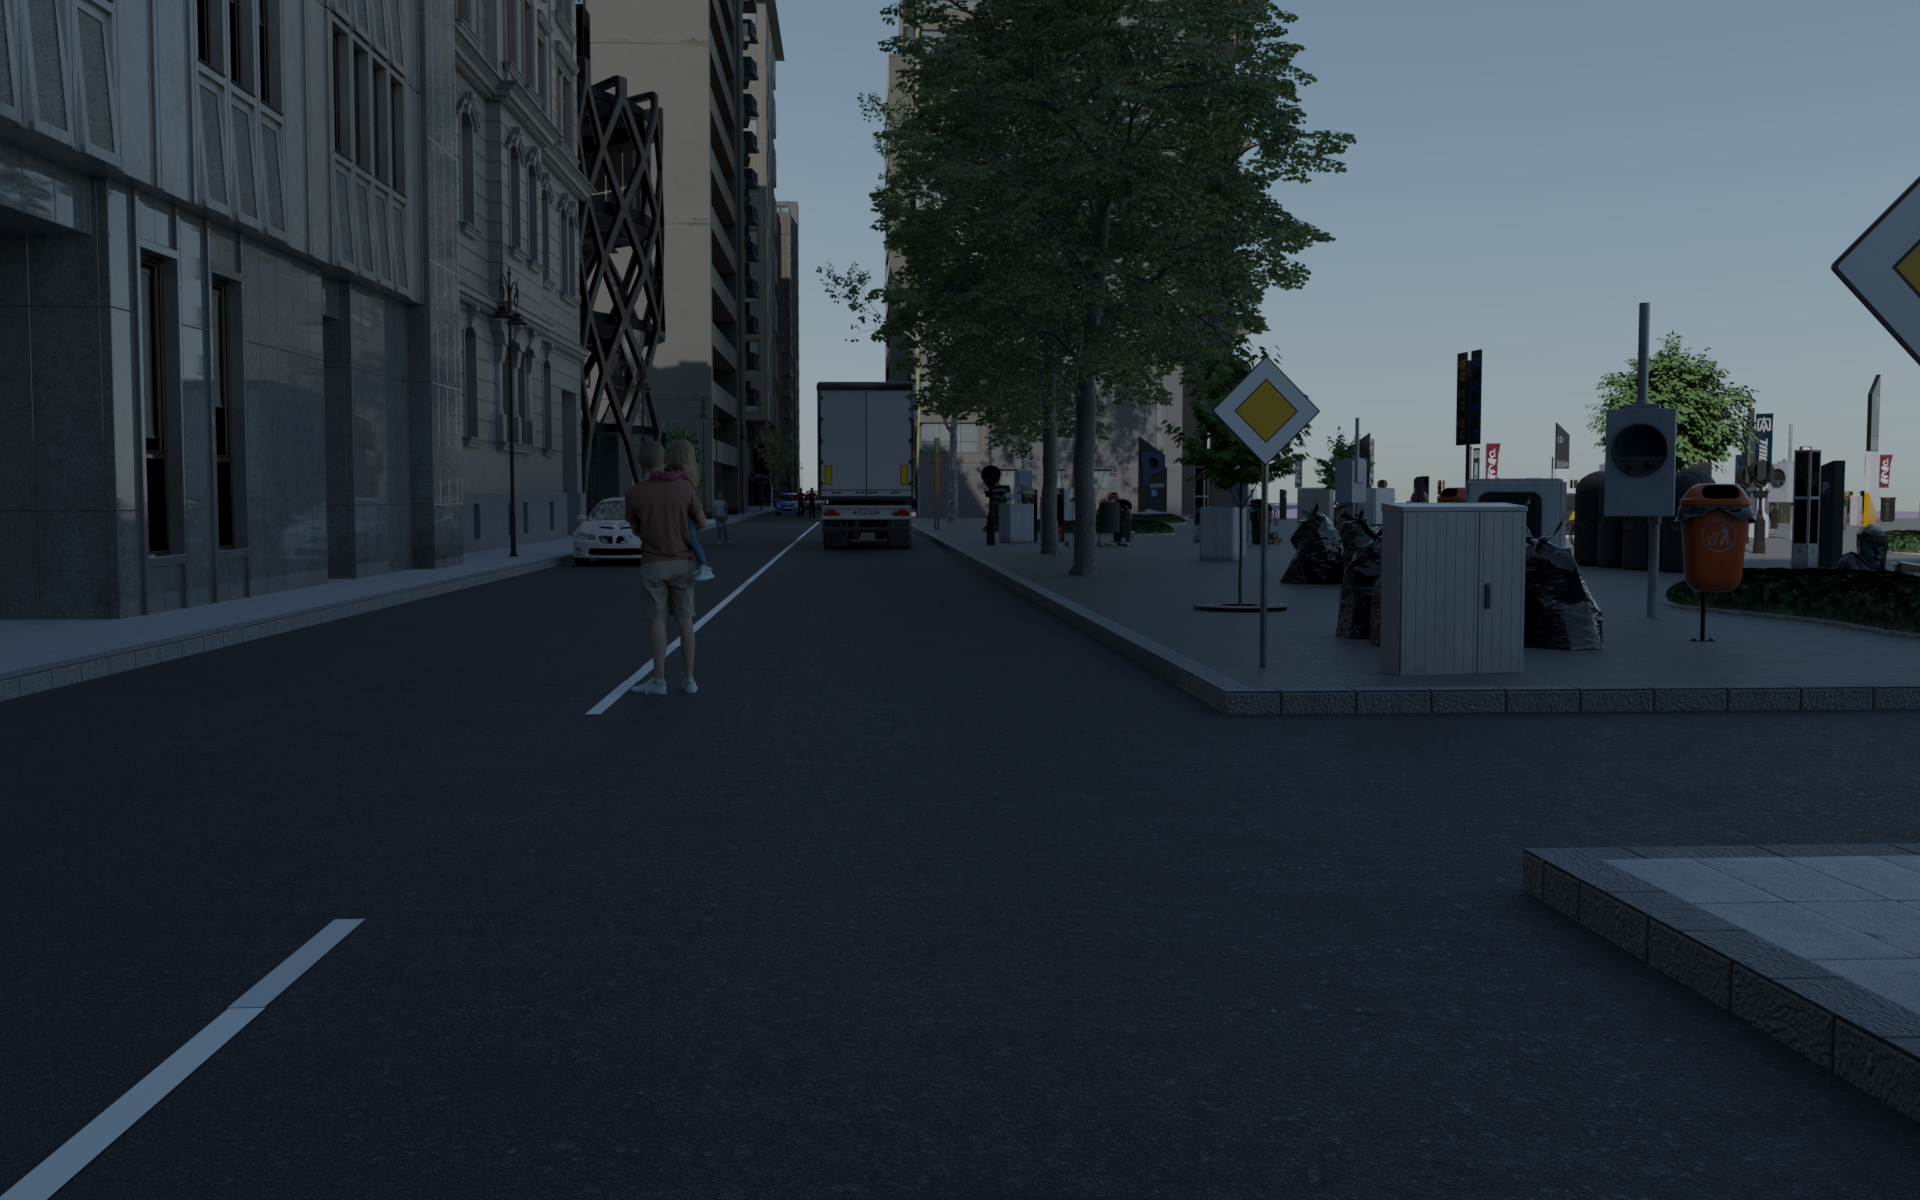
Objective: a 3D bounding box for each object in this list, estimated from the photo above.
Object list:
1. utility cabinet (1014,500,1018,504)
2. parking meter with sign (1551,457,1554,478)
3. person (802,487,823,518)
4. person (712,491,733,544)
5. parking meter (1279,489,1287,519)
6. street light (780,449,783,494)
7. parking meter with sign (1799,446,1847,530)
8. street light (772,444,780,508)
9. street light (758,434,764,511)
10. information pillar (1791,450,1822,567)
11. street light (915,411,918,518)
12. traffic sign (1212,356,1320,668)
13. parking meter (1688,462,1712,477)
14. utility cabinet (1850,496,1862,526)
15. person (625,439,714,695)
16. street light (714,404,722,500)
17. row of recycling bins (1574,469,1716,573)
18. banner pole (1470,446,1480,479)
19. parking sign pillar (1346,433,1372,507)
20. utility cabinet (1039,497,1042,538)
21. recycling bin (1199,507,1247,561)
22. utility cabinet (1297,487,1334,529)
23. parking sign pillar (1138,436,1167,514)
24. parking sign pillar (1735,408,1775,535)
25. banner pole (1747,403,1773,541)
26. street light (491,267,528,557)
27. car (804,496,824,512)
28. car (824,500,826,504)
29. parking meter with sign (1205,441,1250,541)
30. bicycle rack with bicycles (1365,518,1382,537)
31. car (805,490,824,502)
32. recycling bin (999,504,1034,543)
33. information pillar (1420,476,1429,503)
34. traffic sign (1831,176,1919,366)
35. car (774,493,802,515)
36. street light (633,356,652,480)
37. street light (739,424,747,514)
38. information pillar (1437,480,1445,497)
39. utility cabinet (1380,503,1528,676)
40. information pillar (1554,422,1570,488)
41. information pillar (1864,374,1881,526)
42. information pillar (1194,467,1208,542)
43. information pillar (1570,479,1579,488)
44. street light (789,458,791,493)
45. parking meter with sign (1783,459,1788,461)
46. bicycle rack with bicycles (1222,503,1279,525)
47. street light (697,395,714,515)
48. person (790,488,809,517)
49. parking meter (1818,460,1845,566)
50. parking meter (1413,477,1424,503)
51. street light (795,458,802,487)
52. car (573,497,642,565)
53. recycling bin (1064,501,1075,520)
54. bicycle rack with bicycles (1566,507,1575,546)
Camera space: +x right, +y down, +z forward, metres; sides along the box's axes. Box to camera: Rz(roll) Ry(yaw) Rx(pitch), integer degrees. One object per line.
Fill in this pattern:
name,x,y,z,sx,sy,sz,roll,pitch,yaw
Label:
utility cabinet,2.970,-4.547,83.018,0.318,1.500,1.173,2,4,28
parking meter with sign,27.005,-5.218,81.574,1.738,3.016,0.543,1,4,17
person,-8.869,-5.842,103.947,1.348,1.831,0.705,-1,4,-19
person,-6.824,-2.360,49.687,0.523,1.515,0.503,3,4,38
parking meter,16.530,-4.905,88.608,0.372,1.533,0.369,0,3,0
street light,-17.720,-12.165,171.693,0.468,5.910,1.993,0,4,-4
parking meter with sign,31.140,-4.047,62.426,0.543,3.016,1.738,-2,4,-24
street light,-16.824,-11.266,156.978,0.468,5.910,1.993,0,4,-4
street light,-15.465,-9.884,134.389,0.468,5.910,1.993,0,4,-4
information pillar,14.096,-1.490,28.853,0.304,2.012,0.304,-2,4,-31
street light,-2.354,-7.435,94.355,0.468,5.910,1.993,0,4,-4
traffic sign,2.230,-0.554,12.707,0.795,2.450,0.064,0,4,-4
parking meter,13.446,-1.580,31.543,0.399,1.863,0.255,-2,4,-25
utility cabinet,36.734,-3.659,70.992,0.306,1.237,1.020,3,4,36
person,-2.080,-0.248,12.523,0.573,1.828,0.580,2,4,26
street light,-12.460,-7.089,88.688,0.468,5.910,1.993,0,4,-4
row of recycling bins,11.660,-1.377,29.632,1.069,1.692,3.534,-1,4,-10
banner pole,24.505,-5.663,82.613,0.401,3.779,0.863,-2,4,-24
parking sign pillar,17.536,-5.392,76.632,1.447,3.967,1.447,2,4,33
utility cabinet,2.650,-2.405,50.486,0.306,1.237,1.020,2,4,27
recycling bin,5.107,-1.288,33.620,0.722,1.027,0.722,2,4,30
utility cabinet,11.385,-2.865,55.522,1.173,1.500,0.318,3,5,42
parking sign pillar,8.989,-5.648,80.813,1.447,3.967,1.447,-1,4,-14
parking sign pillar,25.041,-4.056,54.782,1.447,3.967,1.447,1,4,15
banner pole,21.811,-3.510,47.401,0.401,3.779,0.863,-3,5,-43
street light,-9.162,-3.827,35.356,0.468,5.910,1.993,0,4,-4
car,-11.701,-7.672,137.437,2.014,1.417,4.499,0,4,-6
car,-15.031,-10.466,183.127,2.014,1.417,4.499,0,4,-4
parking meter with sign,7.554,-3.118,47.238,1.738,3.016,0.543,1,4,15
bicycle rack with bicycles,10.371,-1.536,38.499,2.852,0.926,2.925,-3,5,-42
car,-14.636,-10.067,173.272,2.281,1.827,5.304,0,4,-5
recycling bin,1.487,-2.031,45.758,0.722,1.027,0.722,-1,4,-22
information pillar,18.796,-4.011,70.068,0.304,2.012,0.304,0,4,2
traffic sign,2.729,-0.067,4.737,0.795,2.450,0.064,0,4,-4
car,-11.661,-6.629,117.970,1.945,1.707,3.694,0,4,-2
street light,-10.629,-5.220,58.131,0.468,5.910,1.993,0,4,-4
street light,-14.002,-8.481,111.457,0.468,5.910,1.993,0,4,-4
information pillar,24.905,-5.212,89.701,0.304,2.012,0.304,-3,5,-44
utility cabinet,3.551,-0.079,12.458,1.020,1.237,0.306,-1,4,-16
information pillar,19.712,-4.002,56.780,0.504,3.616,0.183,-1,4,-11
information pillar,17.777,-2.594,33.760,0.183,3.616,0.504,3,5,44
information pillar,6.402,-2.540,46.014,0.304,2.012,0.304,2,4,28
information pillar,30.588,-5.005,86.322,0.304,2.012,0.304,-1,4,-15
street light,-19.210,-13.592,195.017,0.468,5.910,1.993,0,4,-4
parking meter with sign,41.516,-5.457,85.478,0.543,3.016,1.738,-2,4,-26
bicycle rack with bicycles,11.808,-3.558,71.562,2.852,0.926,2.925,0,4,1
street light,-11.947,-6.602,80.723,0.468,5.910,1.993,0,4,-4
person,-10.096,-6.201,109.820,1.348,1.831,0.705,0,4,3
parking meter,15.192,-1.499,30.217,0.255,1.863,0.399,-1,4,-11
parking meter,15.296,-3.186,57.795,0.255,1.863,0.399,0,4,-1
street light,-20.529,-14.992,217.901,0.468,5.910,1.993,0,4,-4
car,-6.917,-1.472,36.421,2.083,1.381,4.827,0,4,-3
recycling bin,3.752,-2.920,60.299,0.722,1.027,0.722,-1,4,-13
bicycle rack with bicycles,16.008,-2.033,46.626,2.852,0.926,2.925,0,4,6
